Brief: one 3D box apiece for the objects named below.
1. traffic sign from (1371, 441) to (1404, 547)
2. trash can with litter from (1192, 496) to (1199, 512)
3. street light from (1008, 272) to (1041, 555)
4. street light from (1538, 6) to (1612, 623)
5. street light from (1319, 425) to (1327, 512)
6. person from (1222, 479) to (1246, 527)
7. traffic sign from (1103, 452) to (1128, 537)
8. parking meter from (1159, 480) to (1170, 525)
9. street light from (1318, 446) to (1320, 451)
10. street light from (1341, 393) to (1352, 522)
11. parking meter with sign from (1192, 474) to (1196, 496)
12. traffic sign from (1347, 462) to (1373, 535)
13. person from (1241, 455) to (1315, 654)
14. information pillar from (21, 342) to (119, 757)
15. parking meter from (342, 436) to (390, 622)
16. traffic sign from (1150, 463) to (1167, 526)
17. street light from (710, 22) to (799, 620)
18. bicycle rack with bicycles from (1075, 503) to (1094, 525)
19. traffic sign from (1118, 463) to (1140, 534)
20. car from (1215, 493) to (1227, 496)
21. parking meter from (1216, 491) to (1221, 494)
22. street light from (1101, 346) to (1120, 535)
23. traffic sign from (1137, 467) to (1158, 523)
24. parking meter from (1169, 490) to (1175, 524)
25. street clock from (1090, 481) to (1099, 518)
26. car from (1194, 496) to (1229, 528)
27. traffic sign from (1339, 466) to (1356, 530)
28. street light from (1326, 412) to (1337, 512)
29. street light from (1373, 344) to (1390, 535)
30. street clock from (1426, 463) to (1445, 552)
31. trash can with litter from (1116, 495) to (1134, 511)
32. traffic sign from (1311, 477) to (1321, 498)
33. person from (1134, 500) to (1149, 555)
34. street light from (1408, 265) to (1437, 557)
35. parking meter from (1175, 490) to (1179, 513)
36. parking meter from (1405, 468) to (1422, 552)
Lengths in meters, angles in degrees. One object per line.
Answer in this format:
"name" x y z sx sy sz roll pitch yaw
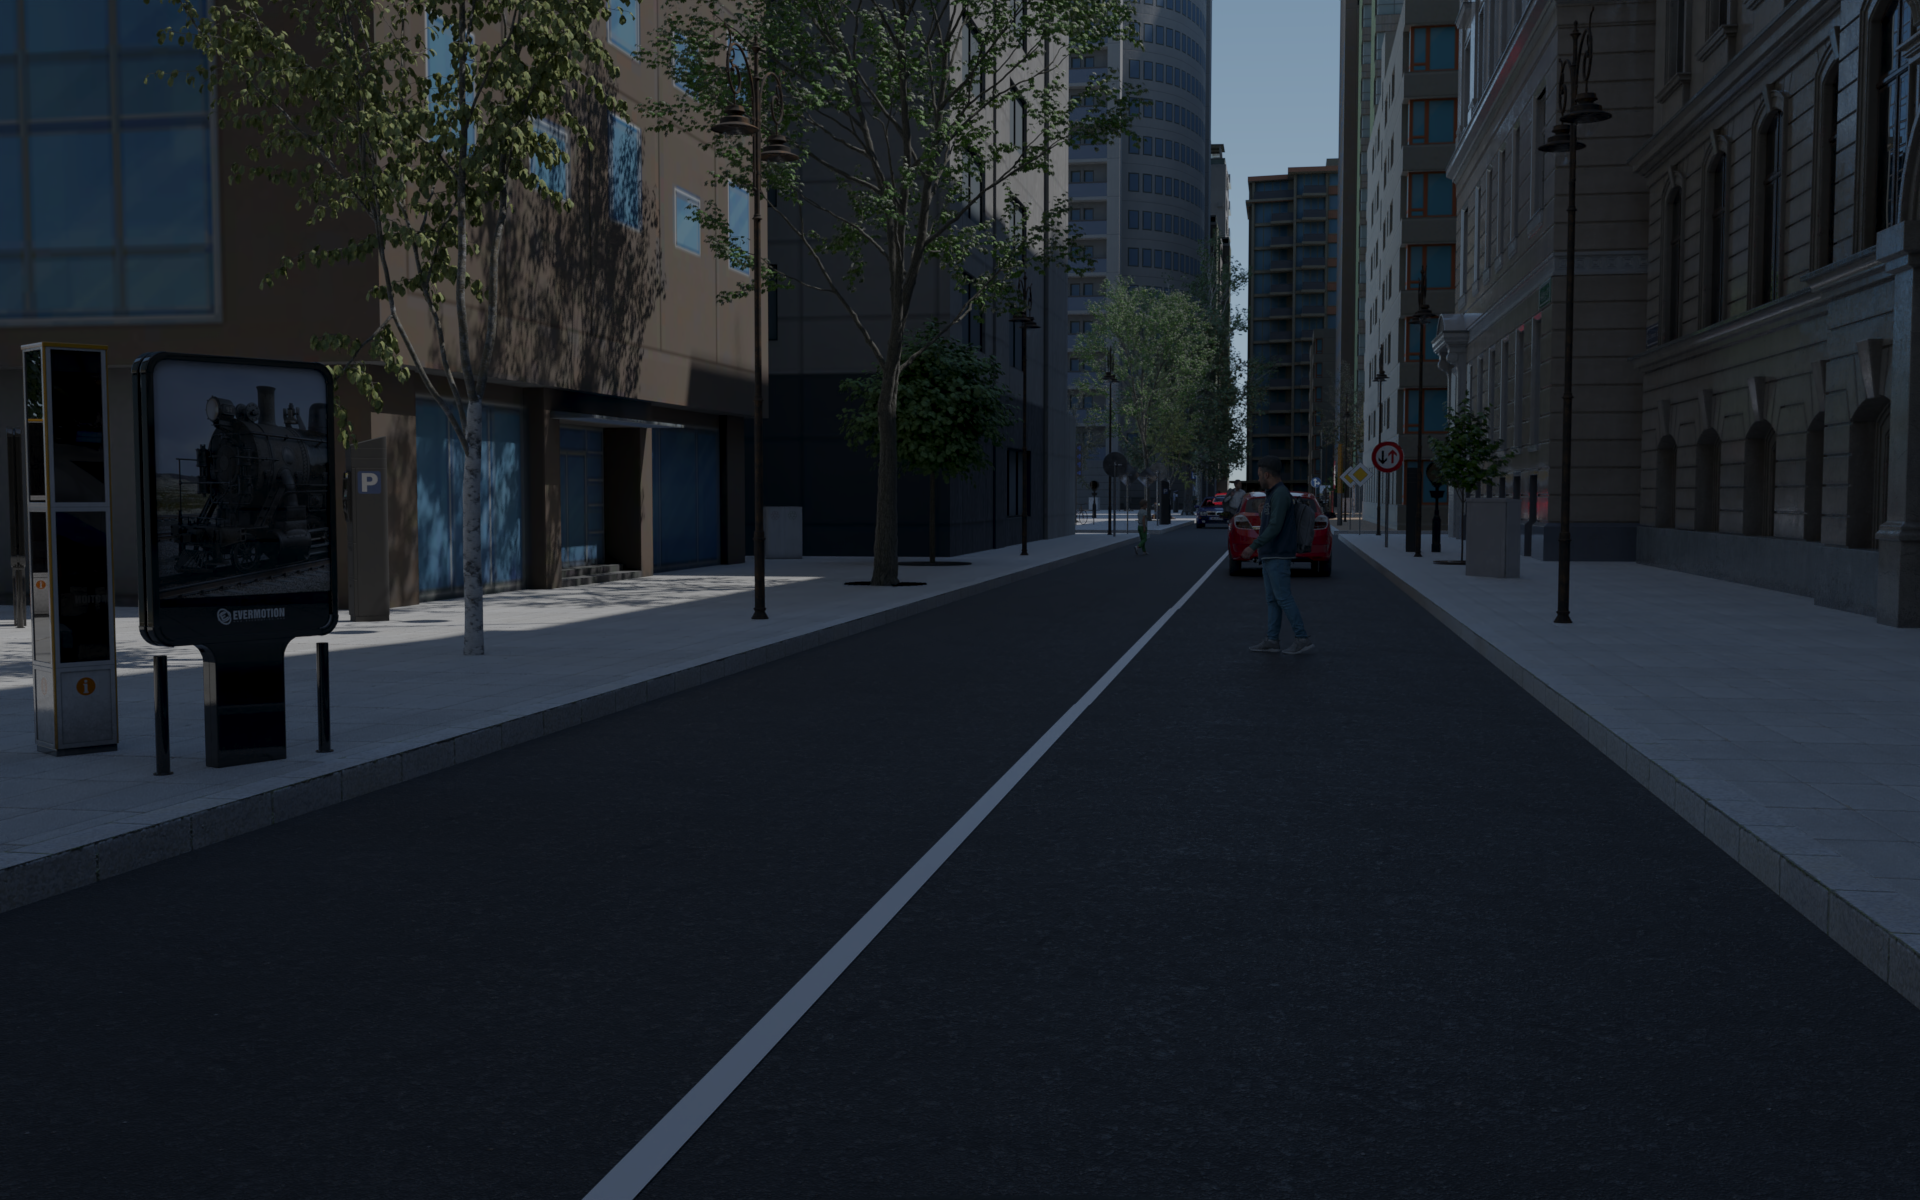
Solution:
"traffic sign" 10.263 -2.538 41.609 0.768 2.556 0.104 1 4 15
"trash can with litter" 16.678 -6.932 124.729 1.055 1.170 0.624 -3 5 -44
"street light" 1.351 -3.875 36.143 0.468 5.910 1.993 1 4 11
"street light" 6.008 -2.709 17.077 0.468 5.910 1.993 1 4 11
"street light" 24.541 -8.762 116.051 0.468 5.910 1.993 1 4 11
"person" 7.455 -2.350 47.030 0.679 1.850 0.850 0 4 2
"traffic sign" 4.653 -3.181 52.123 0.768 2.556 0.104 1 4 20
"parking meter" 8.539 -4.074 72.314 0.399 1.863 0.255 -1 4 -17
"street light" 28.019 -9.908 134.775 0.468 5.910 1.993 1 4 11
"street light" 17.746 -6.535 79.639 0.468 5.910 1.993 1 4 11
"parking meter with sign" 18.551 -8.551 136.077 0.543 3.016 1.738 1 4 14
"traffic sign" 12.485 -3.084 54.063 0.795 2.450 0.064 1 4 11
"person" 2.866 -0.418 15.679 0.721 1.781 0.623 0 4 -1
"information pillar" -4.407 -0.250 8.586 0.304 2.012 0.304 3 5 44
"parking meter" -5.988 -0.718 17.454 0.399 1.863 0.255 -2 4 -31
"traffic sign" 7.985 -4.271 69.939 0.768 2.556 0.104 1 4 11
"street light" -2.053 -2.741 17.602 0.468 5.910 1.993 1 4 11
"bicycle rack with bicycles" 4.237 -3.610 72.413 2.852 0.926 2.925 2 4 30
"traffic sign" 5.367 -3.166 55.408 0.795 2.450 0.064 1 4 11
"car" 13.865 -4.930 89.641 2.155 1.783 4.494 1 4 11
"parking meter" 19.915 -7.658 133.625 0.372 1.533 0.369 0 3 0
"street light" 4.690 -4.971 54.068 0.468 5.910 1.993 1 4 11
"traffic sign" 6.832 -3.646 63.258 0.795 2.450 0.064 1 4 11
"parking meter" 8.817 -4.005 73.893 0.372 1.533 0.369 0 3 0
"street clock" 7.171 -5.374 92.439 0.471 2.002 0.358 2 4 25
"car" 10.944 -3.721 73.419 1.945 1.354 3.894 1 4 11
"traffic sign" 13.950 -3.564 61.913 0.795 2.450 0.064 1 4 11
"street light" 21.171 -7.666 98.132 0.468 5.910 1.993 1 4 11
"street light" 12.984 -4.940 53.564 0.468 5.910 1.993 1 4 11
"street clock" 10.514 -2.056 38.188 0.471 2.002 0.358 1 4 22
"trash can with litter" 12.008 -7.180 128.458 2.233 1.210 1.678 -1 4 -23
"traffic sign" 27.185 -8.084 132.286 0.768 2.556 0.104 1 4 11
"person" 4.271 -1.711 40.721 0.306 1.304 0.590 3 5 42
"street light" 9.344 -3.814 35.154 0.468 5.910 1.993 1 4 11
"parking meter" 14.814 -6.759 118.916 0.372 1.533 0.369 0 3 0
"parking meter" 10.061 -1.999 38.389 0.255 1.863 0.399 2 4 31
